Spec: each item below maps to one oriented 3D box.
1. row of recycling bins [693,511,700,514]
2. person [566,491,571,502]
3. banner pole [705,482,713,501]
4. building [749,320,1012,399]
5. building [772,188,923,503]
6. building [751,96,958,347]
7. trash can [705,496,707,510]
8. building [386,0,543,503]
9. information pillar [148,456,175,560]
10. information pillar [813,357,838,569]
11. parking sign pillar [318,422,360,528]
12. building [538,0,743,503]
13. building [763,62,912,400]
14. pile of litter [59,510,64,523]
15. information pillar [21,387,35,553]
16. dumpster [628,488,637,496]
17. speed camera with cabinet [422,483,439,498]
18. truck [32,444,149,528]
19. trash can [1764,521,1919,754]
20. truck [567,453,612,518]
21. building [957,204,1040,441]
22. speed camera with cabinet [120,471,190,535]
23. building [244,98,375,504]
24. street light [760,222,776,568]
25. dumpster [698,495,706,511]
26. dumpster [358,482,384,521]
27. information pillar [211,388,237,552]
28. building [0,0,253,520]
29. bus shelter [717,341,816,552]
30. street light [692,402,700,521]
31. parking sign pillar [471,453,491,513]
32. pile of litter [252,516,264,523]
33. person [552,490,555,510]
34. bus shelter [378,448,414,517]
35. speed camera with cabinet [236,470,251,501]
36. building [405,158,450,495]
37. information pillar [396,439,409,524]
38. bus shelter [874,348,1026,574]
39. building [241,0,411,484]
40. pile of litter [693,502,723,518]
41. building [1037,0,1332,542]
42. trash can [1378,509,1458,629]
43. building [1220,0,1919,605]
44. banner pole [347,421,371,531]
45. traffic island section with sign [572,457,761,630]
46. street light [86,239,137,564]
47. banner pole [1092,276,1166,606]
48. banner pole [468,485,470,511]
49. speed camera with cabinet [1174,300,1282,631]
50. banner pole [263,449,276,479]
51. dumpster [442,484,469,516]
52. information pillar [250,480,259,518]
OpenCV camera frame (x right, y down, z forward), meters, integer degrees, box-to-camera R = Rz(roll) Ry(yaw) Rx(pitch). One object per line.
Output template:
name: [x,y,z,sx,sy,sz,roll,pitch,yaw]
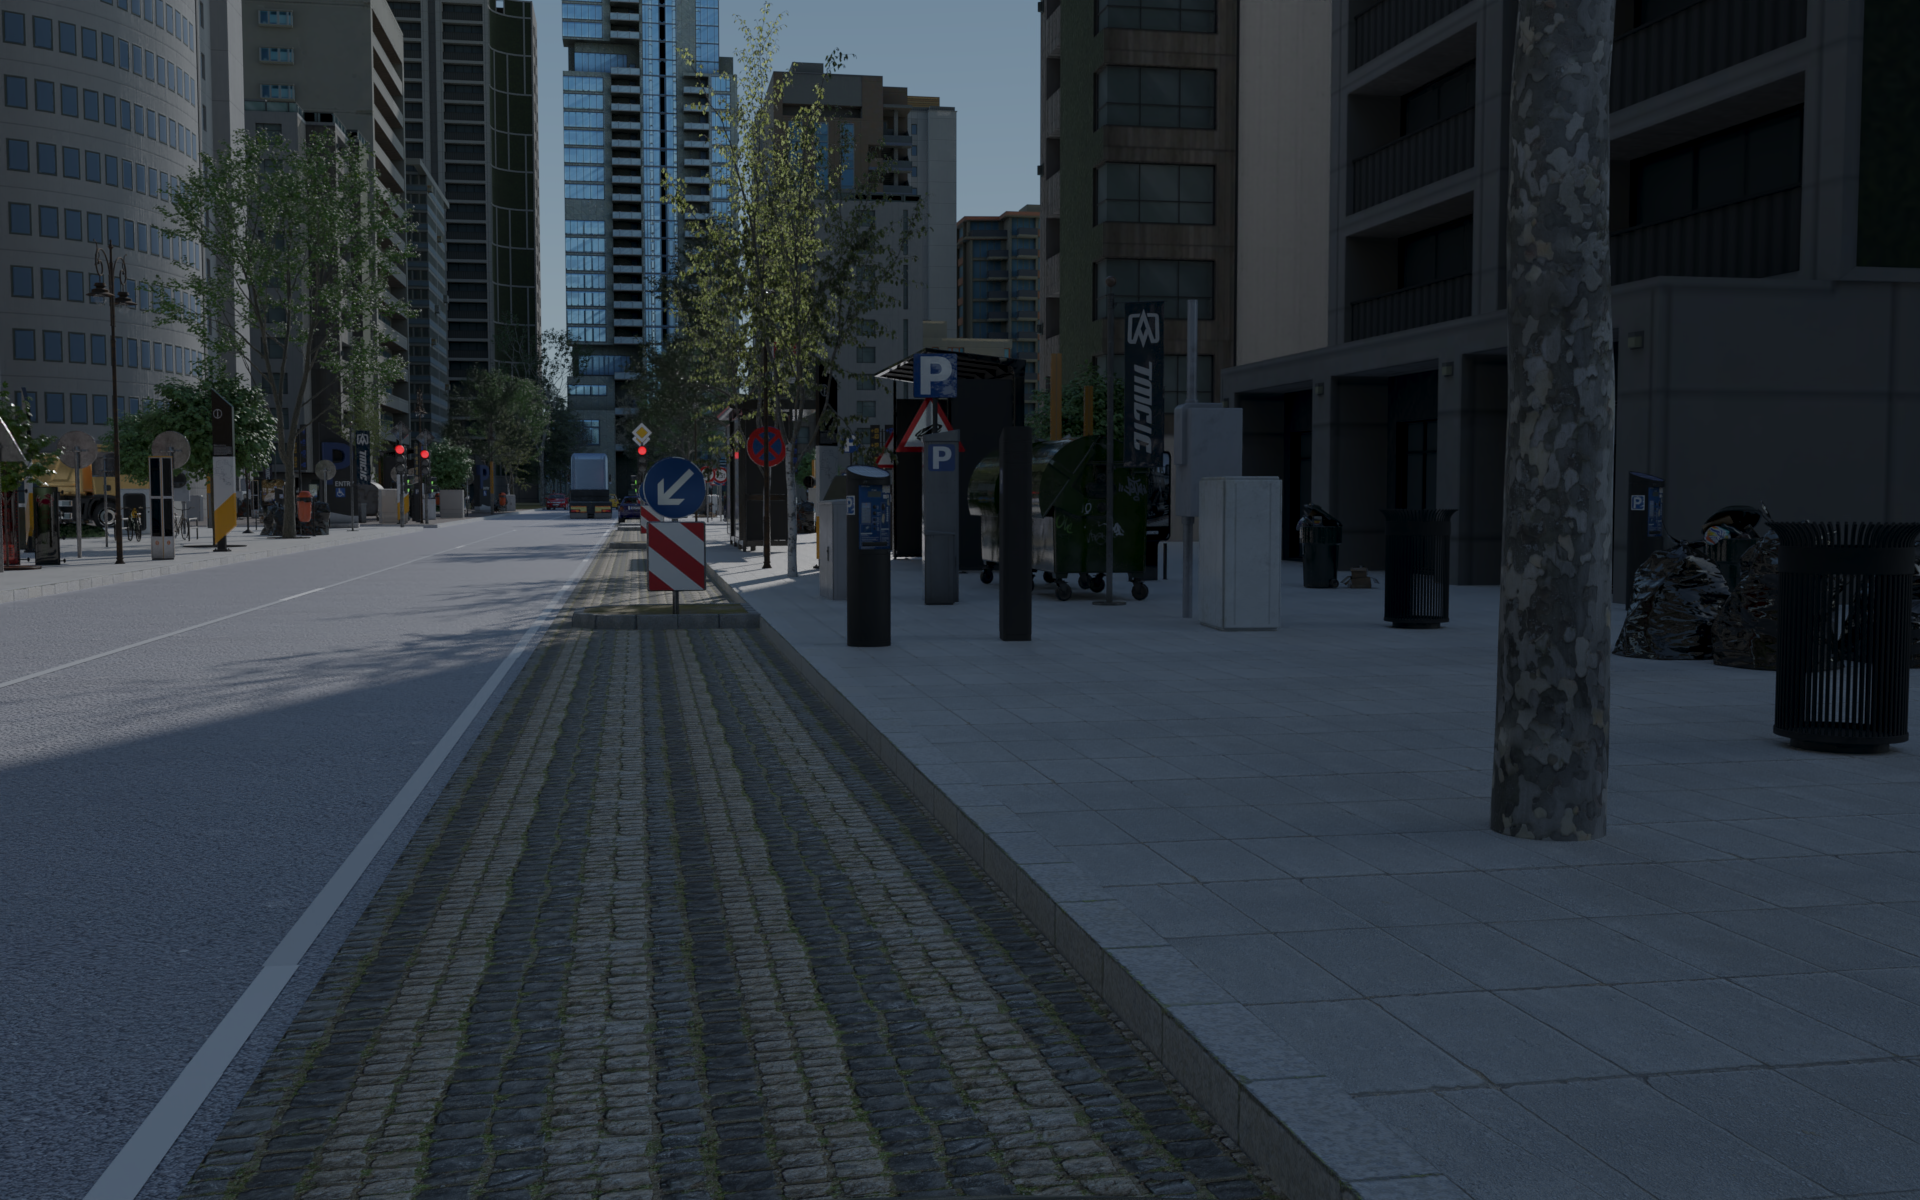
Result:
row of recycling bins: [-17.637,-6.383,111.479,1.069,1.692,3.534,-2,4,-29]
person: [-43.330,-11.265,192.689,1.348,1.823,0.705,1,4,10]
banner pole: [-19.643,-8.873,135.087,0.863,3.779,0.401,-2,4,-27]
building: [-10.442,-22.009,204.894,27.650,21.520,28.899,-1,4,-11]
building: [-11.432,-24.244,168.097,14.160,30.474,14.107,-1,4,-11]
building: [-16.170,-43.770,257.644,28.212,58.520,21.231,-1,4,-11]
trash can: [-17.477,-6.508,118.052,0.748,1.137,0.748,0,3,0]
building: [-70.874,-49.461,246.939,20.611,71.187,20.563,-1,4,-11]
information pillar: [-15.511,-1.783,33.650,0.304,2.012,0.304,1,4,17]
information pillar: [-2.305,-2.355,29.858,0.183,3.616,0.504,3,4,38]
parking sign pillar: [-23.446,-4.702,65.345,1.447,3.967,1.447,-2,4,-33]
building: [-45.391,-57.451,251.990,31.000,86.520,22.319,-1,4,-11]
building: [-13.095,-32.519,181.790,14.600,45.320,14.200,-1,4,-11]
pile of litter: [-30.304,-2.724,58.506,1.176,0.858,1.719,-1,4,-23]
information pillar: [-20.347,-2.841,37.807,0.183,3.616,0.504,-3,4,-38]
dumpster: [-41.949,-13.410,224.203,1.985,2.255,1.502,-1,4,-9]
speed camera with cabinet: [-43.587,-9.014,141.707,2.038,3.252,0.660,0,4,2]
truck: [-35.019,-4.364,67.274,9.791,3.379,3.469,-1,4,-10]
trash can: [4.448,0.179,8.726,0.748,1.137,0.748,0,3,0]
truck: [-23.292,-7.293,108.997,2.967,4.110,18.799,-1,4,-12]
building: [12.055,-37.308,264.613,28.867,44.769,22.147,-1,4,-11]
speed camera with cabinet: [-25.523,-3.701,54.853,2.038,3.252,0.660,-1,4,-22]
building: [-52.603,-21.933,130.301,14.160,30.474,14.107,-1,4,-11]
street light: [-3.335,-3.484,29.752,0.468,5.910,1.993,-1,4,-11]
dumpster: [-16.216,-6.158,106.440,1.264,1.857,1.865,-1,4,-10]
dumpster: [-28.136,-4.688,82.403,1.264,1.857,1.865,-1,4,-11]
information pillar: [-16.351,-2.881,38.457,0.504,3.616,0.183,0,4,6]
building: [-52.571,-33.673,92.553,21.231,58.520,28.212,-1,4,-11]
bus shelter: [-4.809,-3.974,42.607,2.179,5.291,8.768,-1,4,-10]
street light: [-10.390,-5.829,68.093,0.468,5.910,1.993,-1,4,-11]
parking sign pillar: [-31.849,-7.765,115.427,1.447,3.967,1.447,1,4,17]
pile of litter: [-30.954,-3.906,77.828,1.719,0.858,1.176,-1,4,-14]
person: [-37.585,-9.278,160.175,0.705,1.826,1.348,0,4,-8]
bus shelter: [-29.111,-6.078,90.652,1.731,3.624,6.357,-1,4,-11]
speed camera with cabinet: [-43.071,-6.712,104.071,0.660,3.252,2.038,0,4,-4]
building: [-69.603,-30.581,191.885,23.993,40.220,32.217,-1,4,-11]
information pillar: [-23.695,-5.030,73.590,0.504,3.616,0.183,-3,5,-39]
bus shelter: [-0.261,-2.430,31.013,1.731,3.624,6.357,-1,4,-11]
building: [-61.557,-32.425,153.854,21.300,48.544,21.600,-1,4,-11]
pile of litter: [-13.749,-4.909,94.226,1.719,0.858,1.176,2,4,33]
building: [9.418,-17.227,53.366,14.160,30.474,14.107,-1,4,-11]
trash can: [4.394,-0.305,16.647,0.748,1.137,0.748,0,3,0]
building: [17.034,-35.812,23.776,20.563,71.187,20.611,-1,4,-11]
banner pole: [-20.777,-4.271,59.841,0.863,3.779,0.401,-1,4,-20]
traffic island section with sign: [-3.266,-0.642,19.129,1.989,1.847,2.006,-1,4,-11]
street light: [-15.418,-3.598,31.610,0.468,5.910,1.993,-1,4,-11]
banner pole: [1.949,-1.828,19.903,0.863,3.779,0.401,1,4,20]
banner pole: [-37.481,-8.667,131.715,0.401,3.779,0.863,-3,5,-43]
speed camera with cabinet: [2.625,-1.391,17.075,0.660,3.252,2.038,0,4,-6]
banner pole: [-38.051,-6.461,95.652,0.863,3.779,0.401,-2,4,-30]
dumpster: [-29.561,-6.043,101.293,1.502,2.255,1.985,-1,4,-11]
information pillar: [-37.083,-5.295,91.068,0.304,2.012,0.304,-3,5,-43]
